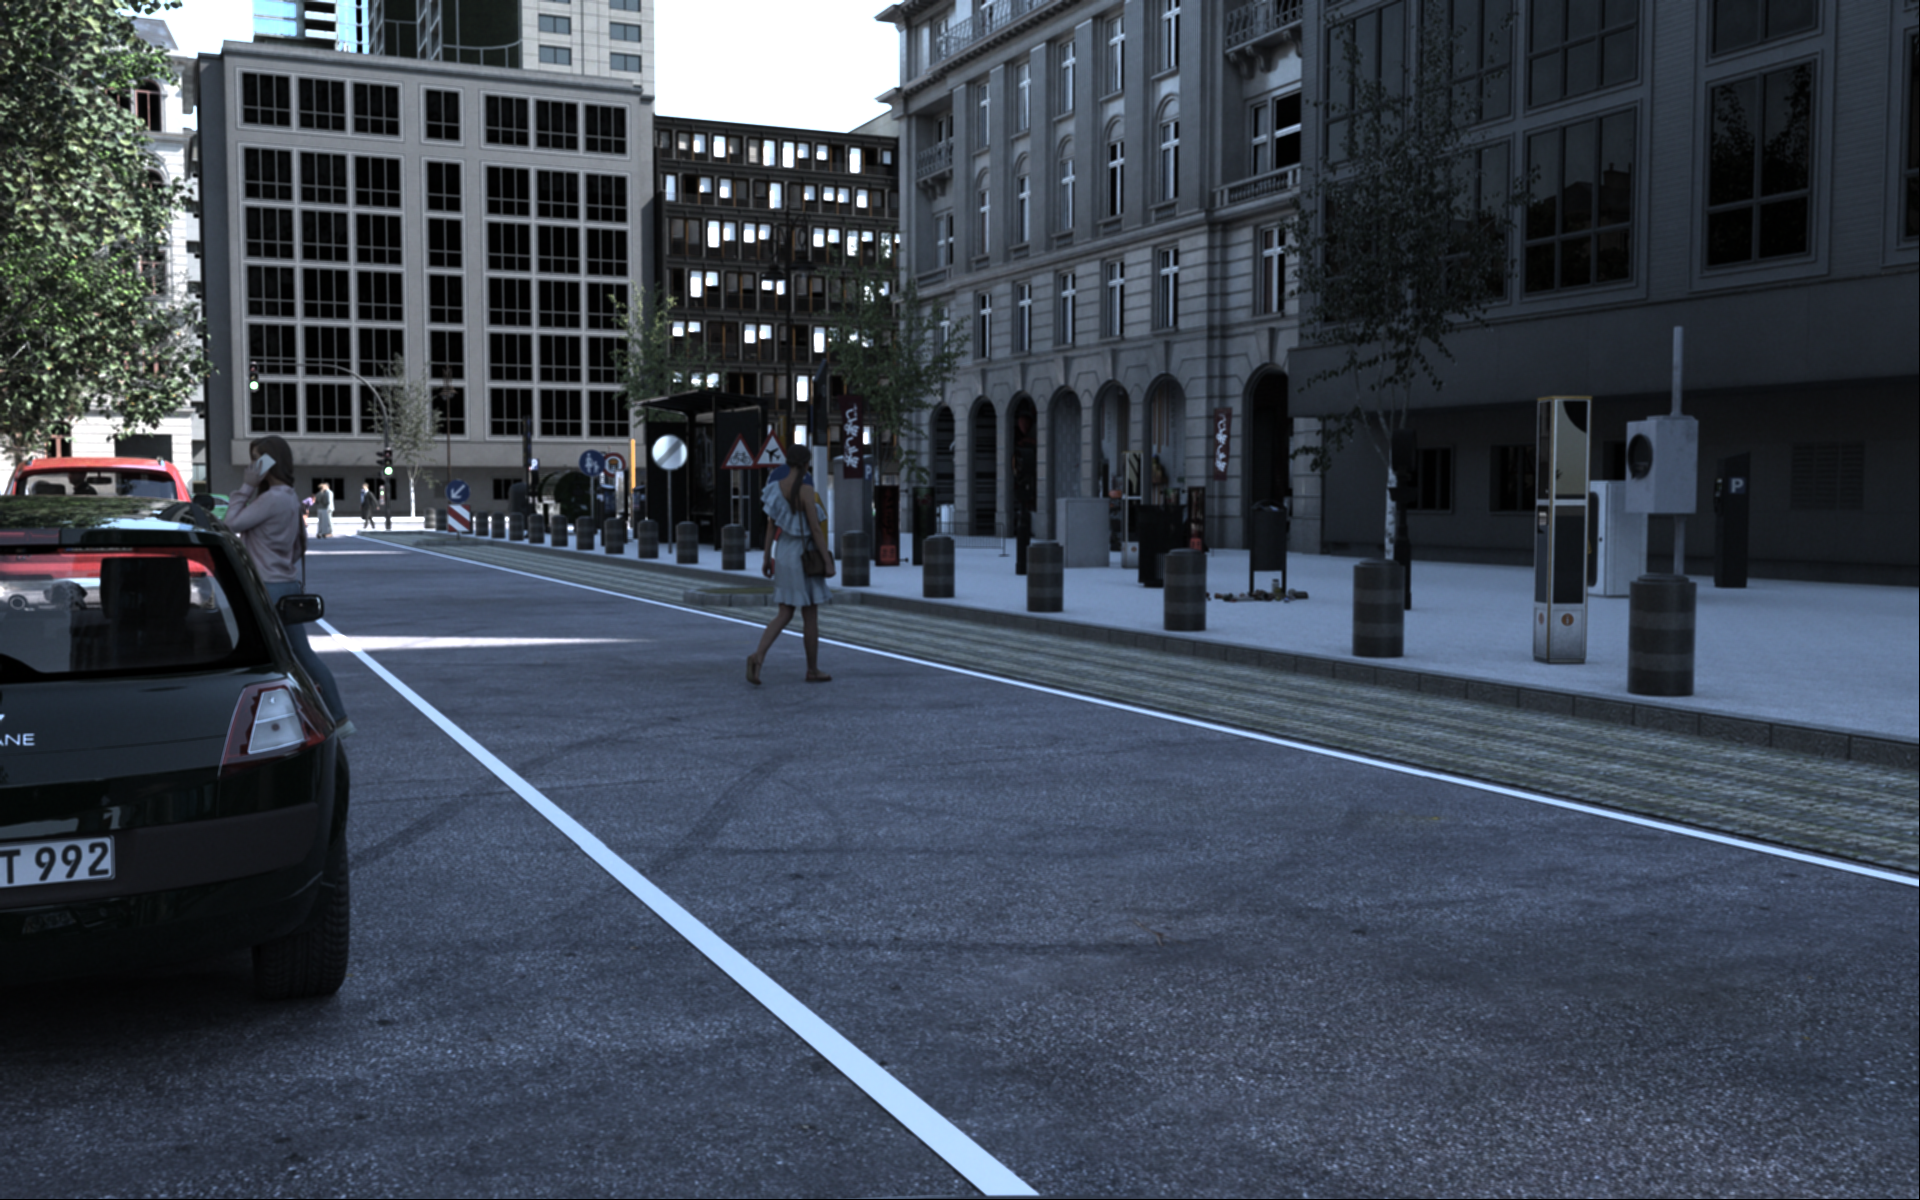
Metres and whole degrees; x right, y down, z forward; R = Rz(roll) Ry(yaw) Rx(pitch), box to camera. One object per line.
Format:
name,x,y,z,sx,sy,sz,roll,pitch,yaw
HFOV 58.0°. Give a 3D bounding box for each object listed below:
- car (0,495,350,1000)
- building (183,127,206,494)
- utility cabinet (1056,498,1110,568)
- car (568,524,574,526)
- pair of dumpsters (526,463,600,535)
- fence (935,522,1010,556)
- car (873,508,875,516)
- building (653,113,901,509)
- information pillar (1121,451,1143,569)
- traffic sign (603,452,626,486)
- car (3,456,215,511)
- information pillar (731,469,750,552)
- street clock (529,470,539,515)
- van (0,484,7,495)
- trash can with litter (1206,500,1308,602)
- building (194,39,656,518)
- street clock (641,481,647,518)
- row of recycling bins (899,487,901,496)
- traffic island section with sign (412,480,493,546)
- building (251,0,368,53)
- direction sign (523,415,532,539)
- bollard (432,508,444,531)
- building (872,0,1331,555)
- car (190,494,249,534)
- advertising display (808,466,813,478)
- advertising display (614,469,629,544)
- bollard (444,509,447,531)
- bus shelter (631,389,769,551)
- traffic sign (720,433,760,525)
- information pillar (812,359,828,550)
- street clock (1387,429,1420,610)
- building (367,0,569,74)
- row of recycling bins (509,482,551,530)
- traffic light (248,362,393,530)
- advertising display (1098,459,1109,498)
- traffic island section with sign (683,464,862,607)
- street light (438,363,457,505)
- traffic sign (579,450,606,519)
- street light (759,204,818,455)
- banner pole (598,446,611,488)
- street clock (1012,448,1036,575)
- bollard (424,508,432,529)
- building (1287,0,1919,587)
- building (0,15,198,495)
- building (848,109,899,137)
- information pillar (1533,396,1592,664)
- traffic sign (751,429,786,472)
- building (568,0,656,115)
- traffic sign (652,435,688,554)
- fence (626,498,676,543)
car,-3.157,0.240,5.864,2.009,1.686,4.222,-2,4,-26
building,-117.579,-40.000,243.241,27.495,52.752,28.713,-2,4,-25
utility cabinet,2.150,-1.171,30.302,1.020,1.237,0.306,-3,4,-38
car,-15.608,-3.473,68.785,4.499,1.417,2.014,-2,4,-25
pair of dumpsters,-12.835,-3.277,56.069,1.574,2.255,4.437,-2,4,-25
fence,0.079,-1.283,36.354,2.069,0.683,0.278,2,4,32
car,-5.911,-3.984,76.940,4.920,1.459,2.131,-2,4,-25
building,-12.332,-17.016,107.885,15.834,23.373,12.332,-2,4,-25
information pillar,2.965,-1.550,29.833,0.304,2.012,0.304,-1,4,-9
traffic sign,-10.608,-3.237,53.031,0.768,2.556,0.104,-1,4,-20
car,-9.039,-0.584,18.226,2.281,1.827,5.304,-2,4,-26
information pillar,-4.885,-2.084,38.561,0.304,2.012,0.304,2,4,31
street clock,-12.824,-2.907,52.101,0.358,2.002,0.471,-2,4,-27
van,-39.758,-3.853,70.002,4.112,2.044,2.013,-2,4,-25
trash can with litter,3.379,-0.614,21.101,2.233,1.210,1.678,-2,4,-29
building,-30.704,-18.739,99.884,24.014,27.812,14.314,-2,4,-25
street clock,-17.230,-5.503,94.540,0.358,2.002,0.471,-2,4,-28
row of recycling bins,-3.711,-5.730,100.790,1.069,1.692,3.534,0,4,-3
traffic island section with sign,-14.193,-2.422,48.225,1.989,1.847,2.006,-2,4,-25
building,-89.893,-57.450,251.976,31.000,86.520,22.319,-2,4,-25
direction sign,-12.475,-3.546,49.970,0.379,3.537,0.876,-2,4,-28
bollard,-18.149,-2.806,60.587,0.404,0.777,0.398,0,3,0
building,8.134,-12.659,48.777,13.314,21.916,24.055,-2,4,-25
car,-27.830,-3.124,62.873,4.920,1.459,2.131,-2,4,-24
advertising display,-3.549,-2.131,40.063,0.974,1.923,0.123,1,4,8
advertising display,-8.795,-2.435,45.029,0.123,1.923,0.974,-2,4,-26
bollard,-16.956,-2.646,57.982,0.404,0.777,0.398,0,3,0
bus shelter,-6.341,-3.098,41.940,1.731,3.624,6.357,-2,4,-25
traffic sign,-4.697,-2.264,37.015,0.884,2.594,0.081,-2,4,-24
information pillar,-2.412,-2.361,29.960,0.183,3.616,0.504,1,4,17
street clock,4.911,-0.895,19.202,0.358,2.002,0.471,1,4,21
building,-56.740,-46.273,194.818,20.563,71.187,20.611,-2,4,-25
row of recycling bins,-15.610,-3.405,62.784,1.069,1.692,3.534,0,3,0
traffic light,-22.269,-5.256,60.602,4.771,5.953,1.251,-2,4,-25
advertising display,2.647,-1.639,32.006,0.123,1.923,0.974,0,3,0
traffic island section with sign,-2.579,-0.871,22.876,1.989,1.847,2.006,-2,4,-25
street light,-18.067,-5.407,61.194,0.468,5.910,1.993,-2,4,-25
traffic sign,-10.587,-3.043,49.865,0.768,2.556,0.104,-1,4,-21
street light,-2.758,-3.368,27.858,0.468,5.910,1.993,-2,4,-25
banner pole,-18.502,-6.136,90.348,0.863,3.779,0.401,0,4,-3
street clock,1.007,-1.402,27.491,0.358,2.002,0.471,-1,4,-20
bollard,-19.347,-2.965,63.194,0.404,0.777,0.398,0,3,0
building,17.462,-14.249,26.475,14.314,27.812,24.014,-2,4,-25
building,-52.467,-18.525,90.278,23.554,28.519,14.401,-2,4,-25
building,8.775,-19.400,121.704,34.151,26.468,19.350,-2,4,-25
information pillar,4.565,-0.529,13.140,0.304,2.012,0.304,0,4,-3
traffic sign,-3.753,-2.120,34.663,0.884,2.594,0.081,-1,4,-21
building,-41.371,-44.366,163.641,20.563,71.187,20.611,-2,4,-25
traffic sign,-6.251,-2.275,37.305,0.768,2.556,0.104,-1,4,-18
fence,-8.334,-2.126,45.969,0.480,1.192,2.264,-3,5,-44
